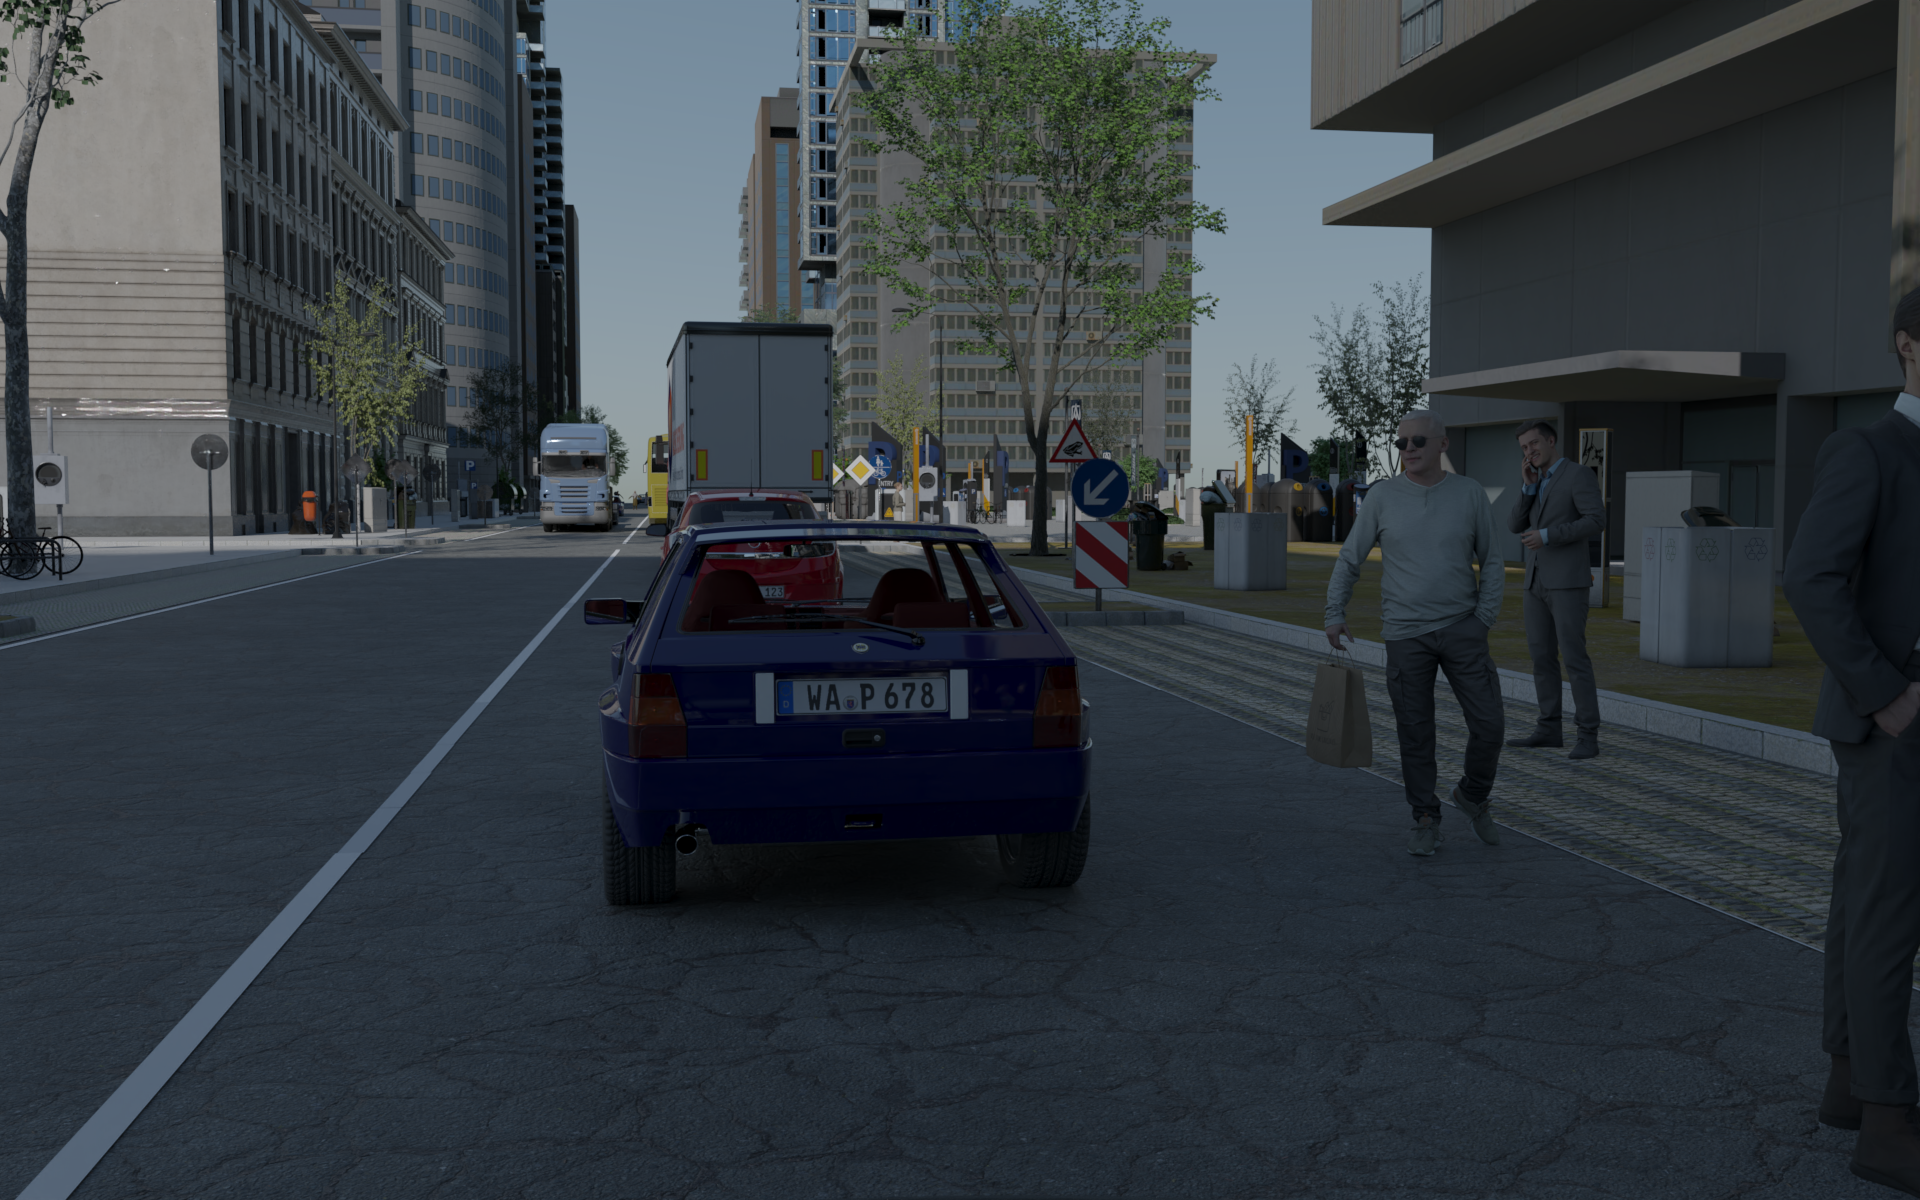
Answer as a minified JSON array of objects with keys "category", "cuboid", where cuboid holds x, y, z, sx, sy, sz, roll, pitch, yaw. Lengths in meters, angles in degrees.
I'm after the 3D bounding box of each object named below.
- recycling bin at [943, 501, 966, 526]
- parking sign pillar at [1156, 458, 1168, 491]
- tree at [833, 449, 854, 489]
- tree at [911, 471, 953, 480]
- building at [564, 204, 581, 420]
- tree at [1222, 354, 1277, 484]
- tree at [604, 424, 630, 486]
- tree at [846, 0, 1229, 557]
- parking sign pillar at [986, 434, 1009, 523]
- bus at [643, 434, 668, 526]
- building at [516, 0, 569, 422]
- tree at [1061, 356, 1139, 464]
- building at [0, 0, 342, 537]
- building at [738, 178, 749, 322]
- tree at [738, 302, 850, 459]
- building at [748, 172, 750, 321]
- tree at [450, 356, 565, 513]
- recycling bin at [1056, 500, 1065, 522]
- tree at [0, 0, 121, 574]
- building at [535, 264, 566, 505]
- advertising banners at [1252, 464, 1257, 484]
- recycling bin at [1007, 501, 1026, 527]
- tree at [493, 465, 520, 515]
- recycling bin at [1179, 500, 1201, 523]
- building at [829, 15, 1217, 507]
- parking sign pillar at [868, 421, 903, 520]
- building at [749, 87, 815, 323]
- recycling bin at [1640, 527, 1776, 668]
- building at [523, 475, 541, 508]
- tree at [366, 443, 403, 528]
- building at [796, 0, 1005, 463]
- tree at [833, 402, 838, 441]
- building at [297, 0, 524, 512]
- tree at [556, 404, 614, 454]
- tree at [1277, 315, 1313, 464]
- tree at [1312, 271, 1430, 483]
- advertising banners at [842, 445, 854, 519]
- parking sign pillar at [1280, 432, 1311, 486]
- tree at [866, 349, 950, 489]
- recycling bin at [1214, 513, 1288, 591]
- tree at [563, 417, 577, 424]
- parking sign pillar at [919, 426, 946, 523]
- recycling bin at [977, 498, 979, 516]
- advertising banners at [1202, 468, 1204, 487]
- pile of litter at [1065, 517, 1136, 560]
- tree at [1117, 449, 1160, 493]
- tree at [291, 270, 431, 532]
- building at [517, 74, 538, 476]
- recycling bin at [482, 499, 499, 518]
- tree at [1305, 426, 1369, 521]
[{"category":"recycling bin","cuboid":[-0.253,-2.919,60.278,0.722,1.027,0.722,2,4,26]},{"category":"parking sign pillar","cuboid":[15.224,-8.678,130.357,1.447,3.967,1.447,2,4,32]},{"category":"tree","cuboid":[-4.840,-4.652,70.668,1.663,3.219,1.824,0,3,0]},{"category":"tree","cuboid":[-1.431,-5.043,77.053,1.663,3.219,1.824,0,3,0]},{"category":"building","cuboid":[-64.138,-37.234,258.884,14.600,45.320,14.200,-1,4,-10]},{"category":"tree","cuboid":[15.687,-8.653,91.836,4.360,8.622,3.978,0,3,0]},{"category":"tree","cuboid":[-56.606,-22.039,278.462,7.486,12.596,7.792,0,3,0]},{"category":"tree","cuboid":[1.569,-6.702,35.341,9.928,11.665,9.643,0,3,0]},{"category":"parking sign pillar","cuboid":[1.859,-5.498,78.357,1.447,3.967,1.447,1,4,15]},{"category":"bus","cuboid":[-11.209,-4.753,69.252,2.896,3.916,12.252,-1,4,-10]},{"category":"building","cuboid":[-63.695,-56.401,234.826,22.319,86.520,31.000,-1,4,-10]},{"category":"tree","cuboid":[7.649,-8.639,91.613,4.360,8.622,3.978,0,3,0]},{"category":"building","cuboid":[-28.077,-12.878,59.710,9.793,20.994,18.267,-1,4,-10]},{"category":"building","cuboid":[-19.917,-38.329,246.287,23.786,49.044,30.456,-1,4,-10]},{"category":"tree","cuboid":[-11.455,-12.710,114.463,9.857,13.997,8.962,0,3,0]},{"category":"building","cuboid":[-19.936,-35.066,223.441,14.600,45.320,14.200,-1,4,-10]},{"category":"tree","cuboid":[-30.210,-11.111,116.085,8.767,10.594,7.601,1,4,14]},{"category":"recycling bin","cuboid":[4.827,-4.043,78.658,0.722,1.027,0.722,-2,4,-26]},{"category":"tree","cuboid":[-16.542,-10.527,28.007,12.611,20.169,13.585,0,3,0]},{"category":"building","cuboid":[-56.370,-27.058,214.098,14.160,30.474,14.107,-1,4,-10]},{"category":"advertising banners","cuboid":[17.214,-6.225,97.961,0.090,3.025,2.074,-3,5,-41]},{"category":"recycling bin","cuboid":[2.193,-3.363,67.542,0.722,1.027,0.722,0,4,2]},{"category":"tree","cuboid":[-27.693,-6.736,104.742,1.663,3.219,1.824,0,3,0]},{"category":"recycling bin","cuboid":[10.152,-3.909,76.472,0.722,1.027,0.722,3,5,42]},{"category":"building","cuboid":[2.499,-27.716,145.044,32.217,40.220,23.993,-1,4,-10]},{"category":"parking sign pillar","cuboid":[-2.765,-4.613,63.889,1.447,3.967,1.447,2,4,33]},{"category":"building","cuboid":[-15.396,-33.182,192.640,14.600,45.320,14.200,-1,4,-10]},{"category":"recycling bin","cuboid":[5.642,-0.033,13.095,0.722,1.027,0.722,0,4,-3]},{"category":"building","cuboid":[-56.220,-28.671,160.650,32.217,40.220,23.993,-1,4,-10]},{"category":"tree","cuboid":[-21.886,-4.339,65.551,1.663,3.219,1.824,0,3,0]},{"category":"building","cuboid":[-7.237,-52.425,169.826,22.319,86.520,31.000,-1,4,-10]},{"category":"tree","cuboid":[-9.649,-9.448,104.843,4.360,8.622,3.978,0,3,0]},{"category":"building","cuboid":[-46.310,-36.255,134.772,21.231,58.520,28.212,-1,4,-10]},{"category":"tree","cuboid":[-43.337,-16.677,198.424,9.928,11.665,9.643,0,3,0]},{"category":"tree","cuboid":[15.129,-7.076,66.057,4.360,8.622,3.978,0,3,0]},{"category":"tree","cuboid":[14.414,-6.576,57.887,4.360,8.622,3.978,0,3,0]},{"category":"advertising banners","cuboid":[-4.118,-4.109,63.377,0.090,3.025,2.074,0,4,7]},{"category":"parking sign pillar","cuboid":[14.706,-5.349,75.922,1.447,3.967,1.447,-1,4,-19]},{"category":"tree","cuboid":[-2.736,-8.480,89.013,4.737,8.622,4.395,0,3,0]},{"category":"recycling bin","cuboid":[3.904,-0.656,23.276,0.722,1.027,0.722,-2,4,-29]},{"category":"tree","cuboid":[-37.815,-13.271,167.335,4.360,8.622,3.978,0,3,0]},{"category":"parking sign pillar","cuboid":[-1.121,-4.887,68.369,1.447,3.967,1.447,-3,5,-40]},{"category":"recycling bin","cuboid":[0.691,-5.566,103.556,0.722,1.027,0.722,2,4,33]},{"category":"advertising banners","cuboid":[15.999,-7.293,115.432,0.090,3.025,2.074,1,4,22]},{"category":"pile of litter","cuboid":[2.920,-1.223,33.959,1.719,0.858,1.176,0,4,3]},{"category":"tree","cuboid":[12.764,-8.641,124.997,4.285,4.588,4.351,0,3,0]},{"category":"tree","cuboid":[-19.960,-6.579,57.927,4.737,8.622,4.395,0,3,0]},{"category":"building","cuboid":[-51.859,-32.443,180.556,14.600,45.320,14.200,-1,4,-10]},{"category":"recycling bin","cuboid":[-24.967,-4.865,92.089,0.722,1.027,0.722,0,4,2]},{"category":"tree","cuboid":[18.140,-6.139,84.094,4.285,4.588,4.351,0,3,0]}]
